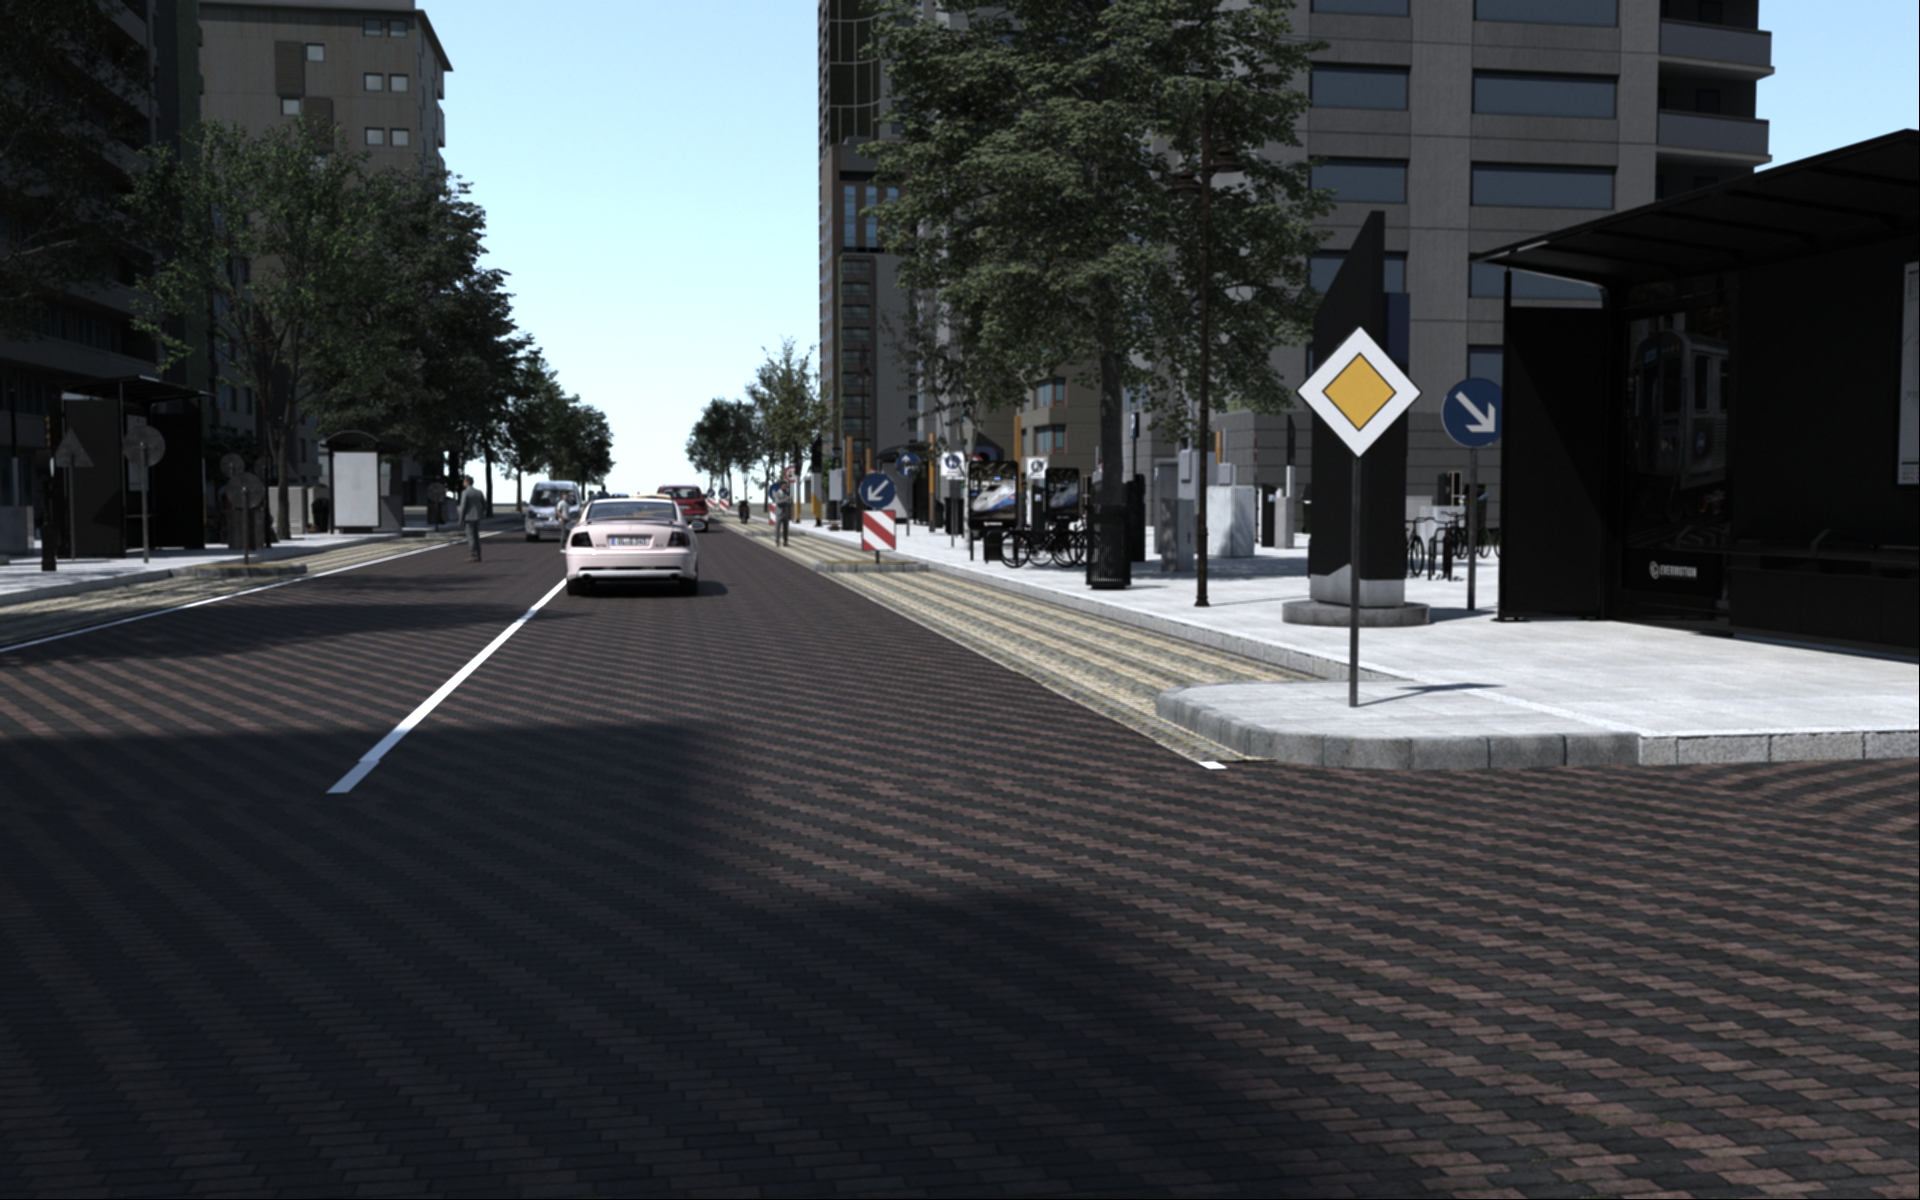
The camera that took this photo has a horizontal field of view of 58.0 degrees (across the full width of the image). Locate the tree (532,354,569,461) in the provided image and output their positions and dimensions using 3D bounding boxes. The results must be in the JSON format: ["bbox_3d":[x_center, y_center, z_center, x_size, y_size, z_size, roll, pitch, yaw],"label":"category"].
[{"bbox_3d":[-32.263,-12.300,126.854,9.928,11.665,9.643,0,3,0],"label":"tree"}]

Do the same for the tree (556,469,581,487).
[{"bbox_3d":[-41.114,-12.057,180.840,4.285,4.588,4.351,0,3,0],"label":"tree"}]

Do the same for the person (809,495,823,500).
[{"bbox_3d":[-13.786,-9.590,165.302,1.348,1.823,0.705,0,4,6],"label":"person"}]

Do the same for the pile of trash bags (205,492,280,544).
[{"bbox_3d":[-19.494,-2.166,45.173,3.447,1.369,1.912,1,4,21],"label":"pile of trash bags"}]

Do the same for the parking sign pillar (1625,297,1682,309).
[{"bbox_3d":[7.782,-1.909,19.681,1.447,3.967,1.447,-1,4,-17],"label":"parking sign pillar"}]

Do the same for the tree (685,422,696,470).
[{"bbox_3d":[-23.446,-14.411,170.037,7.601,10.594,8.767,-1,4,-16],"label":"tree"}]

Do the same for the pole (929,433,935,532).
[{"bbox_3d":[-0.936,-3.932,58.136,0.158,3.312,0.155,0,3,0],"label":"pole"}]

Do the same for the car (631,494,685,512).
[{"bbox_3d":[-9.288,-2.564,52.147,2.015,1.641,3.980,-1,4,-11],"label":"car"}]

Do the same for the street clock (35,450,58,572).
[{"bbox_3d":[-15.130,-1.476,28.705,0.358,2.002,0.471,-1,4,-17],"label":"street clock"}]

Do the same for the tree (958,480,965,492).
[{"bbox_3d":[0.599,-5.478,84.166,1.663,3.219,1.824,0,3,0],"label":"tree"}]

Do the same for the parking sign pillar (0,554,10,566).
[{"bbox_3d":[-17.835,-2.595,30.901,1.447,3.967,1.447,0,4,0],"label":"parking sign pillar"}]

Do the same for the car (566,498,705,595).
[{"bbox_3d":[-4.877,-0.833,25.987,2.083,1.381,4.827,-1,4,-9],"label":"car"}]

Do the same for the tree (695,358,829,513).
[{"bbox_3d":[-13.435,-11.320,119.498,8.767,10.594,7.601,-1,4,-11],"label":"tree"}]

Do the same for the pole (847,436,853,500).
[{"bbox_3d":[-3.901,-4.125,61.292,0.158,3.312,0.155,0,3,0],"label":"pole"}]

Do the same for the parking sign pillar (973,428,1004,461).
[{"bbox_3d":[1.111,-5.011,70.398,1.447,3.967,1.447,1,4,21],"label":"parking sign pillar"}]

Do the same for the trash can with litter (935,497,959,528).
[{"bbox_3d":[-0.612,-3.278,64.986,1.055,1.170,0.624,0,4,2],"label":"trash can with litter"}]

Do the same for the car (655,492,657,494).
[{"bbox_3d":[-34.832,-11.560,198.601,1.945,1.707,3.694,-1,4,-12],"label":"car"}]

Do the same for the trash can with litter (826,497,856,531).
[{"bbox_3d":[-4.090,-2.998,60.397,1.055,1.170,0.624,-2,4,-23],"label":"trash can with litter"}]

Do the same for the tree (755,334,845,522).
[{"bbox_3d":[-7.353,-7.883,79.245,4.737,8.622,4.395,0,3,0],"label":"tree"}]

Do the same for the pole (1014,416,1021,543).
[{"bbox_3d":[1.505,-3.135,45.104,0.158,3.312,0.155,0,3,0],"label":"pole"}]

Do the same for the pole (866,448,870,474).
[{"bbox_3d":[-4.083,-5.098,77.203,0.158,3.312,0.155,0,3,0],"label":"pole"}]

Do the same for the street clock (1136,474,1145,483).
[{"bbox_3d":[6.361,-3.482,61.500,0.358,2.002,0.471,-1,4,-22],"label":"street clock"}]

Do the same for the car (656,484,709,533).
[{"bbox_3d":[-10.693,-3.495,65.817,2.281,1.827,5.304,-1,4,-12],"label":"car"}]

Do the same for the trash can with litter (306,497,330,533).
[{"bbox_3d":[-21.082,-2.788,56.973,0.624,1.170,1.055,0,4,4],"label":"trash can with litter"}]

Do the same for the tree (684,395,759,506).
[{"bbox_3d":[-24.325,-15.689,182.268,9.928,11.665,9.643,0,3,0],"label":"tree"}]

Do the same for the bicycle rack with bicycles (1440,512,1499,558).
[{"bbox_3d":[10.410,-1.266,34.083,2.925,0.926,2.852,-3,5,-42],"label":"bicycle rack with bicycles"}]

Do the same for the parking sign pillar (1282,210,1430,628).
[{"bbox_3d":[3.959,-1.759,17.227,1.447,3.967,1.447,-1,4,-13],"label":"parking sign pillar"}]

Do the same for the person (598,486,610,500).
[{"bbox_3d":[-16.327,-4.344,79.538,0.620,1.820,0.660,3,5,39],"label":"person"}]

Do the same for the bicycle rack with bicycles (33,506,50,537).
[{"bbox_3d":[-27.782,-2.262,50.361,2.852,0.926,2.925,-2,4,-25],"label":"bicycle rack with bicycles"}]

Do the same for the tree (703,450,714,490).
[{"bbox_3d":[-28.149,-15.415,202.390,4.360,8.622,3.978,0,3,0],"label":"tree"}]

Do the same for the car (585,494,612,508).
[{"bbox_3d":[-21.909,-5.829,105.522,2.015,1.641,3.980,-1,4,-8],"label":"car"}]

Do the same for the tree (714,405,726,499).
[{"bbox_3d":[-16.207,-11.043,130.915,4.360,8.622,3.978,0,3,0],"label":"tree"}]

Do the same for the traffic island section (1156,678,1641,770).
[{"bbox_3d":[2.389,0.724,10.451,2.009,0.180,2.903,-1,4,-10],"label":"traffic island section"}]

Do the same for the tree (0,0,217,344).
[{"bbox_3d":[-14.281,-5.455,23.597,8.767,10.594,7.601,0,4,3],"label":"tree"}]

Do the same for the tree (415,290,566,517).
[{"bbox_3d":[-26.849,-10.932,96.867,7.486,12.596,7.792,0,3,0],"label":"tree"}]

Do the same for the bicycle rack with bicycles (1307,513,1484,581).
[{"bbox_3d":[6.577,-0.830,26.954,2.852,0.926,2.925,1,4,18],"label":"bicycle rack with bicycles"}]

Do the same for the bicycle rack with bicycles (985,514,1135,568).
[{"bbox_3d":[1.778,-1.093,31.257,2.925,0.926,2.852,-1,4,-15],"label":"bicycle rack with bicycles"}]

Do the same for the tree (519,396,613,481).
[{"bbox_3d":[-37.290,-13.683,158.136,8.767,10.594,7.601,2,4,30],"label":"tree"}]

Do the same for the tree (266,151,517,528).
[{"bbox_3d":[-21.544,-9.726,65.673,9.857,13.997,8.962,0,3,0],"label":"tree"}]

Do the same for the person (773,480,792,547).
[{"bbox_3d":[-4.753,-2.326,46.709,0.466,1.800,0.511,3,5,44],"label":"person"}]

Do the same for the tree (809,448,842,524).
[{"bbox_3d":[-5.668,-4.834,73.635,1.663,3.219,1.824,0,3,0],"label":"tree"}]

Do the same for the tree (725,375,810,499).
[{"bbox_3d":[-10.950,-9.400,104.051,4.360,8.622,3.978,0,3,0],"label":"tree"}]

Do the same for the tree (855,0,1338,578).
[{"bbox_3d":[1.901,-6.617,26.321,7.486,12.596,7.792,0,3,0],"label":"tree"}]

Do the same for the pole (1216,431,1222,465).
[{"bbox_3d":[8.409,-3.823,56.349,0.158,3.312,0.155,0,3,0],"label":"pole"}]

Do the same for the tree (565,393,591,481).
[{"bbox_3d":[-40.604,-15.565,172.610,7.486,12.596,7.792,0,3,0],"label":"tree"}]

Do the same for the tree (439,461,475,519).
[{"bbox_3d":[-25.825,-5.733,88.334,1.663,3.219,1.824,0,3,0],"label":"tree"}]

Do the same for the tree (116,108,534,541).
[{"bbox_3d":[-18.871,-7.461,47.747,9.928,11.665,9.643,0,3,0],"label":"tree"}]

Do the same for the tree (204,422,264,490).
[{"bbox_3d":[-33.298,-5.817,78.822,4.285,4.588,4.351,0,3,0],"label":"tree"}]

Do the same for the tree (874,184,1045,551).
[{"bbox_3d":[0.114,-5.443,39.359,4.360,8.622,3.978,0,3,0],"label":"tree"}]

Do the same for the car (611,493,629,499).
[{"bbox_3d":[-25.877,-7.475,131.802,1.945,1.707,3.694,0,4,-8],"label":"car"}]

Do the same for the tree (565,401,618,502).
[{"bbox_3d":[-51.941,-20.304,238.629,9.857,13.997,8.962,0,3,0],"label":"tree"}]

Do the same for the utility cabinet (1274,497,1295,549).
[{"bbox_3d":[7.640,-1.813,40.809,0.306,1.237,1.020,1,4,21],"label":"utility cabinet"}]

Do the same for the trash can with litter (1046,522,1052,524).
[{"bbox_3d":[3.868,-3.798,73.487,0.624,1.170,1.055,-1,4,-14],"label":"trash can with litter"}]
